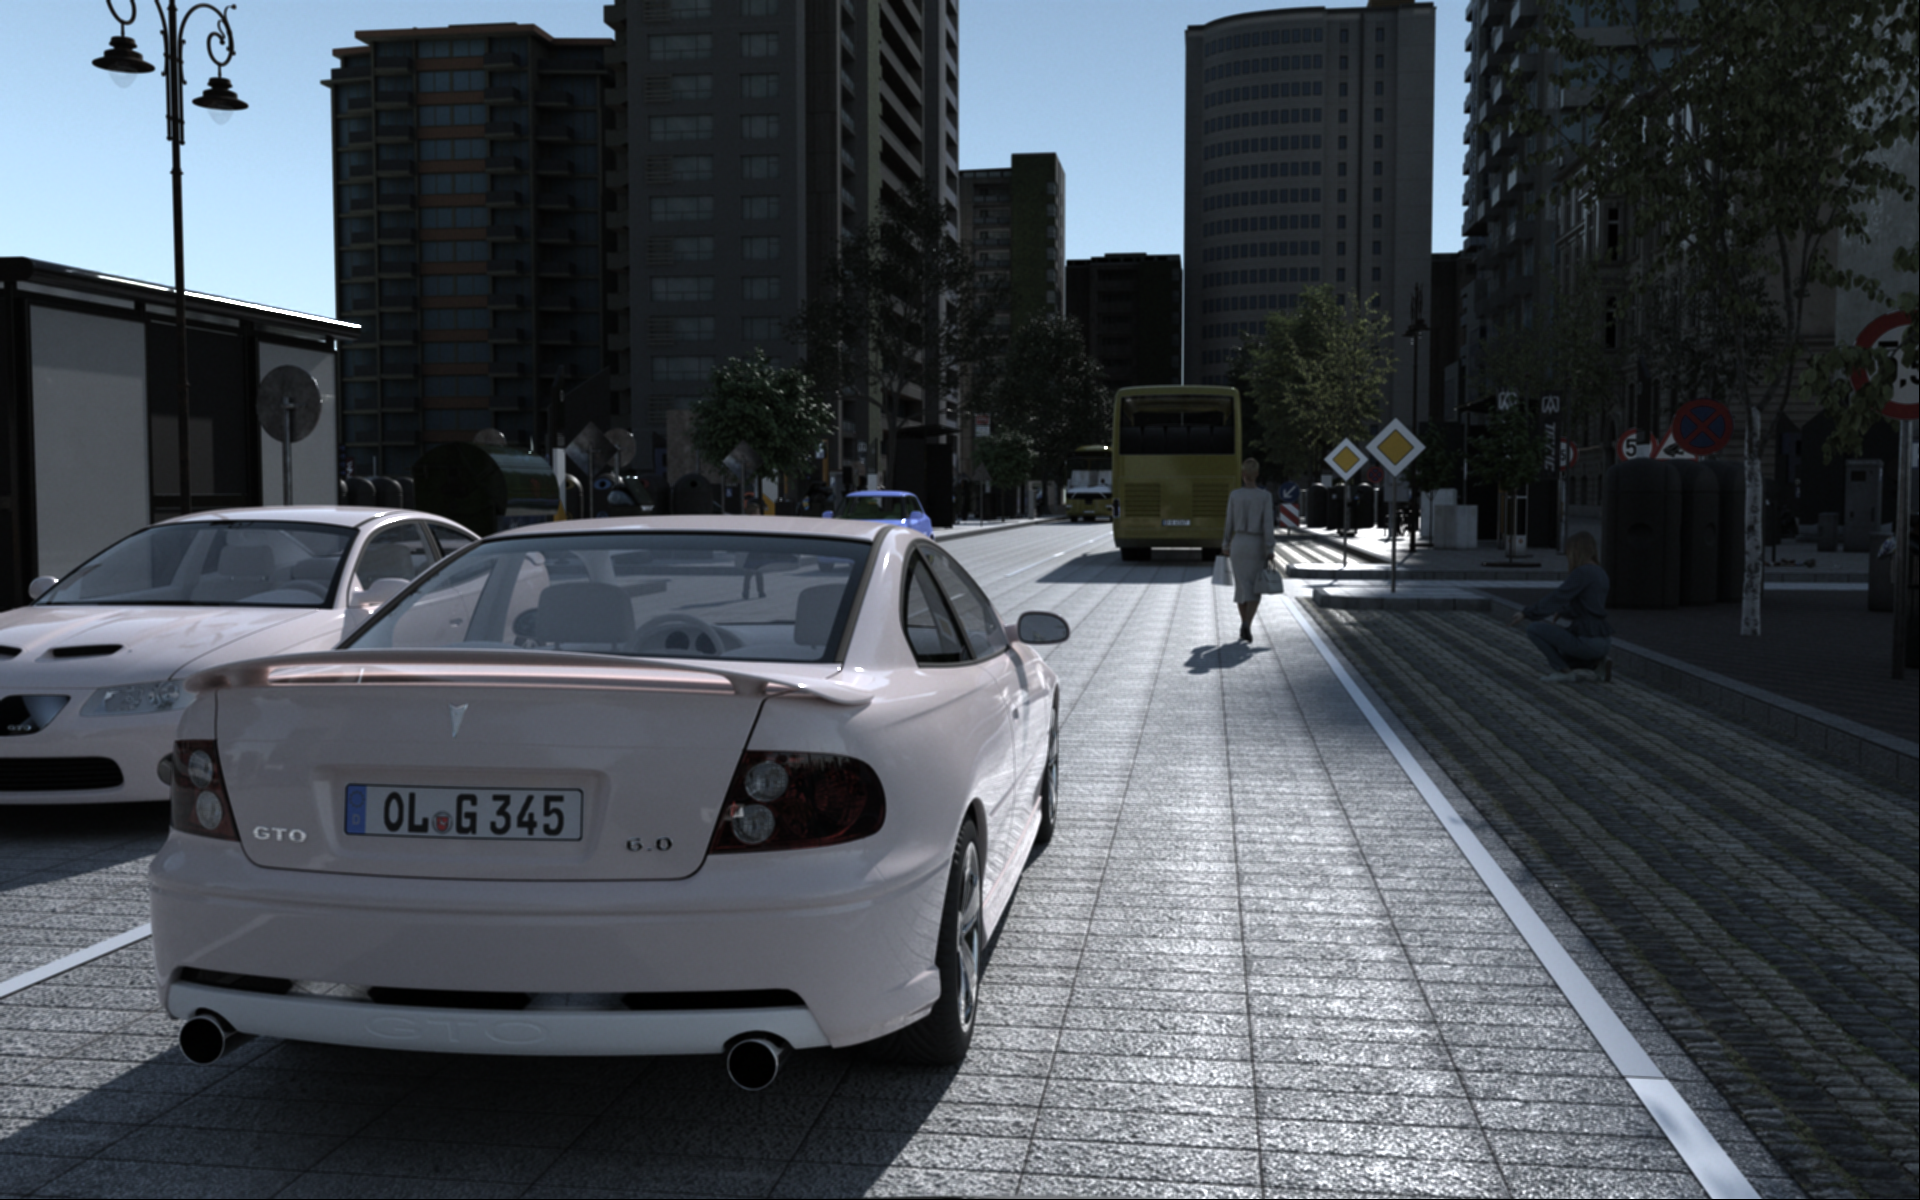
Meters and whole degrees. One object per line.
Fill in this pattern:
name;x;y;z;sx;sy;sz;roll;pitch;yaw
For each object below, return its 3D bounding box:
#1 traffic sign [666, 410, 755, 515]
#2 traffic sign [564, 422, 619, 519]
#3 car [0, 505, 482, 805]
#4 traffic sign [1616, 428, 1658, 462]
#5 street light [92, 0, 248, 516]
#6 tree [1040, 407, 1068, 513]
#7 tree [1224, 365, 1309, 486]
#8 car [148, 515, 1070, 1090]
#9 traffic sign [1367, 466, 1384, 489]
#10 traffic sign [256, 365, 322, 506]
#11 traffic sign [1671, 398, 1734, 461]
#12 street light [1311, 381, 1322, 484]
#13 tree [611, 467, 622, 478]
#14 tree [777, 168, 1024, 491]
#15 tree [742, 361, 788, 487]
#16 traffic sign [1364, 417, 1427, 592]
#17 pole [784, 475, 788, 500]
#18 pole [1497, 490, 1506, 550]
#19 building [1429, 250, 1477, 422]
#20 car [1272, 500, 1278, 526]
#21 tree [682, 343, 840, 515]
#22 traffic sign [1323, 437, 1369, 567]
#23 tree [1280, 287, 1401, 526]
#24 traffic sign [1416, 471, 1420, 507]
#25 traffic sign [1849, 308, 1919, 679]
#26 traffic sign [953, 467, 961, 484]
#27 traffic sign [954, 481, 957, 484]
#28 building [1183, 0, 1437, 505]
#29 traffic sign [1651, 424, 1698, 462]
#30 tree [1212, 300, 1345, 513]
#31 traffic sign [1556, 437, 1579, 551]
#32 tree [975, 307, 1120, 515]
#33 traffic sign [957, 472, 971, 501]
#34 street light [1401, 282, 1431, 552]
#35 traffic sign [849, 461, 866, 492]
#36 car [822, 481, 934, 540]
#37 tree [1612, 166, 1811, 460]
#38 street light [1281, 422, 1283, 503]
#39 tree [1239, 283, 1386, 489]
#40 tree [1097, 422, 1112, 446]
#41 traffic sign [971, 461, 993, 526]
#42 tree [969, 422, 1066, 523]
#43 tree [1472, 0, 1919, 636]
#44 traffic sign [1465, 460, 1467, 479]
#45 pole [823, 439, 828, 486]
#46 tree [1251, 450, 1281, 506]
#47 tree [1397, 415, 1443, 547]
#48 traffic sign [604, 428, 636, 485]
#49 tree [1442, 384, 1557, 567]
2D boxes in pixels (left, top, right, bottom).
traffic sign;-6.000;-2.920;41.619;2.265;3.308;0.079;1;4;15
traffic sign;-5.131;-1.251;24.093;0.795;2.450;0.064;0;4;8
car;-3.694;0.183;9.374;2.083;1.381;4.827;0;4;7
traffic sign;12.964;-2.026;33.231;0.768;2.556;0.104;1;4;11
street light;-6.799;-2.588;15.102;0.468;5.910;1.993;0;4;8
tree;6.820;-10.276;118.368;4.360;8.622;3.978;0;3;0
tree;24.178;-12.931;137.172;9.928;11.665;9.643;0;3;0
car;-0.707;0.400;5.821;2.083;1.381;4.827;0;4;7
traffic sign;19.117;-4.873;79.771;0.768;2.556;0.104;1;4;13
traffic sign;-6.646;-1.041;17.125;0.768;2.556;0.104;1;4;18
traffic sign;9.826;-1.399;22.986;0.768;2.556;0.104;1;4;17
street light;14.665;-6.022;71.245;0.468;5.910;1.993;0;4;8
tree;-20.062;-6.312;97.806;1.663;3.219;1.824;0;3;0
tree;-1.825;-7.037;49.463;7.601;10.594;8.767;1;4;17
tree;-11.035;-8.884;95.619;4.360;8.622;3.978;0;3;0
traffic sign;5.652;-1.156;22.545;0.795;2.450;0.064;0;4;8
pole;-10.493;-6.753;104.247;0.158;3.312;0.155;0;3;0
pole;12.509;-2.819;39.926;0.158;3.312;0.155;0;3;0
building;61.894;-26.507;205.086;14.107;30.474;14.160;0;4;8
car;13.326;-4.035;77.978;2.014;1.417;4.499;0;4;8
tree;-4.342;-3.295;37.586;4.285;4.588;4.351;0;3;0
traffic sign;6.776;-1.640;30.451;0.795;2.450;0.064;0;4;8
tree;13.431;-6.751;60.739;4.360;8.622;3.978;0;3;0
traffic sign;18.334;-4.234;69.227;0.884;2.594;0.081;1;4;9
traffic sign;6.520;-0.725;11.960;0.768;2.556;0.104;1;4;18
traffic sign;-0.329;-4.167;69.318;0.795;2.450;0.064;1;4;17
traffic sign;-0.484;-5.755;94.202;0.768;2.556;0.104;1;4;9
building;41.231;-40.808;209.216;28.212;58.520;21.231;0;4;8
traffic sign;12.185;-1.808;29.560;0.884;2.594;0.081;1;4;8
tree;21.672;-12.775;115.521;9.857;13.997;8.962;0;3;0
traffic sign;13.402;-2.362;38.726;0.768;2.556;0.104;1;4;11
tree;5.257;-11.570;106.178;9.611;12.733;9.660;0;3;0
traffic sign;0.190;-5.457;90.405;0.795;2.450;0.064;1;4;12
street light;9.973;-3.988;37.987;0.468;5.910;1.993;0;4;8
traffic sign;-3.983;-4.062;66.519;0.768;2.556;0.104;1;4;16
car;-1.583;-1.432;32.999;1.945;1.707;3.694;1;4;9
tree;16.197;-5.309;37.171;4.360;8.622;3.978;0;3;0
street light;19.354;-8.024;103.981;0.468;5.910;1.993;0;4;8
tree;18.937;-10.704;93.140;7.486;12.596;7.792;0;3;0
tree;15.133;-13.656;173.633;4.360;8.622;3.978;0;3;0
traffic sign;0.857;-4.203;68.719;0.884;2.594;0.081;1;4;14
tree;2.034;-5.813;78.748;4.285;4.588;4.351;0;3;0
tree;7.001;-3.976;15.377;4.737;8.622;4.395;0;3;0
traffic sign;15.101;-2.978;50.824;0.606;2.300;0.079;1;4;15
pole;-5.008;-4.320;64.483;0.158;3.312;0.155;0;3;0
tree;26.161;-11.867;144.388;4.737;8.622;4.395;0;3;0
tree;11.403;-2.922;42.384;1.663;3.219;1.824;0;3;0
traffic sign;-6.612;-2.036;33.401;0.768;2.556;0.104;1;4;14
tree;9.684;-2.215;30.809;1.663;3.219;1.824;0;3;0
